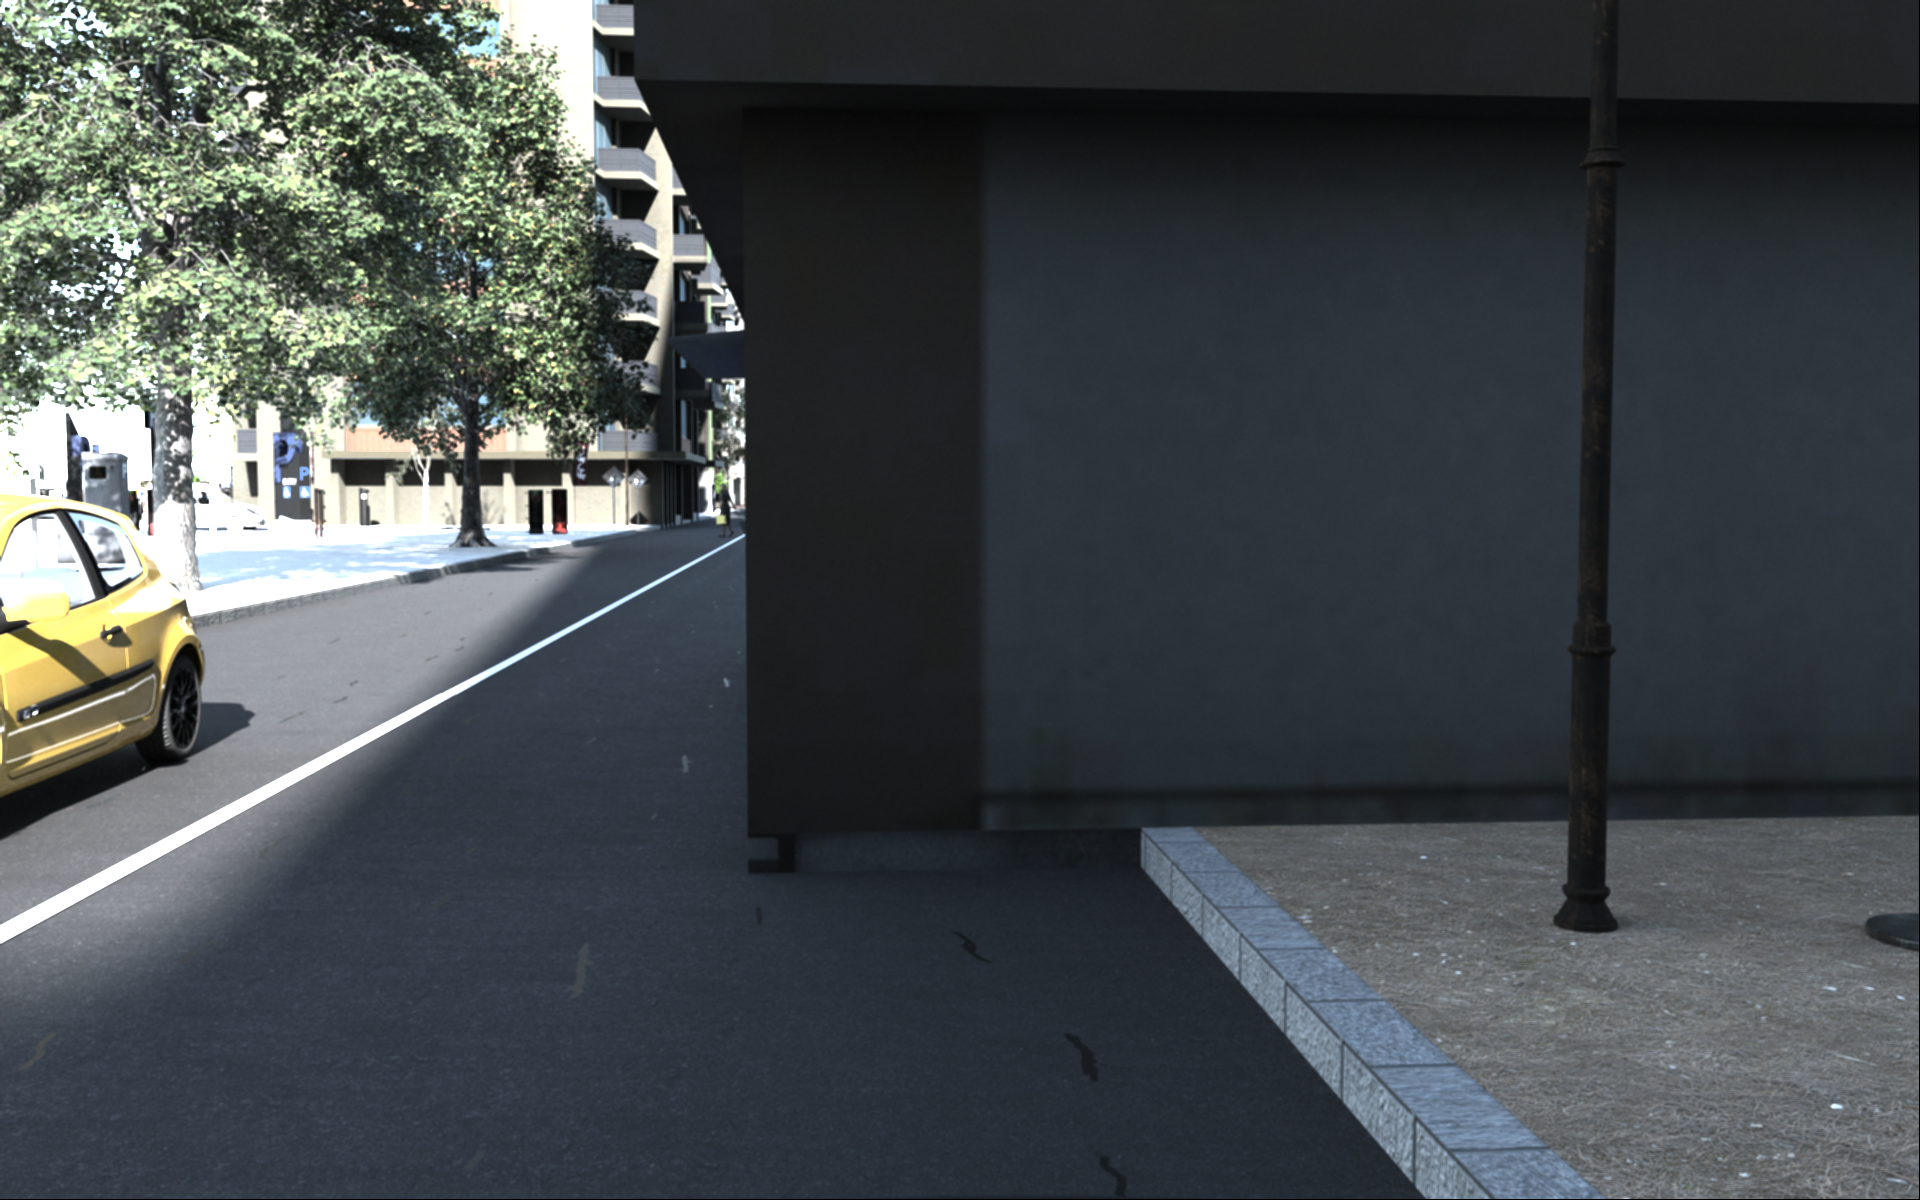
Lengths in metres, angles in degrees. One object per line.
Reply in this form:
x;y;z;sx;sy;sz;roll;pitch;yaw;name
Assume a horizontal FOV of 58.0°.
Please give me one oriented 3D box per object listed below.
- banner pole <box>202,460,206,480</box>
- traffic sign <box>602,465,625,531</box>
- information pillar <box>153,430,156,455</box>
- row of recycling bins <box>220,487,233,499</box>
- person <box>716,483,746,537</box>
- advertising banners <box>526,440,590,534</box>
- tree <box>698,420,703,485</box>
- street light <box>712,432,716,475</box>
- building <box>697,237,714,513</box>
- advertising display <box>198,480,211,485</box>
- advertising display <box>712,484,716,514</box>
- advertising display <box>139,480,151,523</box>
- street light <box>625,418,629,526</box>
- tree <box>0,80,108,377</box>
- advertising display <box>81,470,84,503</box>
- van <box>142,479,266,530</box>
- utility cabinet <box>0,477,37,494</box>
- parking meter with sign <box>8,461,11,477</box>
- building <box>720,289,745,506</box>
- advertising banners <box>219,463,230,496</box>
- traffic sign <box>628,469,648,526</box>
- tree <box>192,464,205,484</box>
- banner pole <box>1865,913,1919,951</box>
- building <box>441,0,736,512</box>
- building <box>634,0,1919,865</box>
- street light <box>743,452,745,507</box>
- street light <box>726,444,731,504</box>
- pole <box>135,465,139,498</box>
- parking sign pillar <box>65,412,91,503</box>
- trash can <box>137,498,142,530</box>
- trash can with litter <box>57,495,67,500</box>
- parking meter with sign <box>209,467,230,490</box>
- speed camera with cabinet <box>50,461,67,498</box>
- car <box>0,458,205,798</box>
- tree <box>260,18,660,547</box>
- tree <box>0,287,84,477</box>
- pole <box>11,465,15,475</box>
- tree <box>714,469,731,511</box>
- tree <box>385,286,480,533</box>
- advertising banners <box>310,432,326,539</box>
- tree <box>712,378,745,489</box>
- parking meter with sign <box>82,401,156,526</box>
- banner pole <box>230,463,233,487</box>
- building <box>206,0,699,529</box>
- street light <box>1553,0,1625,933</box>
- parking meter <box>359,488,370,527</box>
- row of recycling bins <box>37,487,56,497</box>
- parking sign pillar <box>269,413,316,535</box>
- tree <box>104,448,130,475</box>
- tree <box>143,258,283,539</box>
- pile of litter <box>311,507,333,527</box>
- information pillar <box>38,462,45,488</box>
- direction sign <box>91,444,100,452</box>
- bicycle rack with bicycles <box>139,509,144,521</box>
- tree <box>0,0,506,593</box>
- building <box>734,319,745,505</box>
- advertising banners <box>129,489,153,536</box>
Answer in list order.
-56.153;-8.487;128.783;0.401;3.779;0.863;0;4;-4;banner pole
-12.100;-3.481;60.554;0.795;2.450;0.064;0;4;-5;traffic sign
-19.773;-3.157;42.973;0.504;3.616;0.183;-3;4;-38;information pillar
-40.558;-5.512;97.226;1.069;1.692;3.534;0;4;2;row of recycling bins
-7.606;-3.039;58.409;1.509;1.804;0.699;-3;5;-39;person
-12.932;-3.644;55.775;2.074;3.025;0.090;-2;4;-24;advertising banners
-16.758;-9.207;100.891;4.737;8.622;4.395;0;3;0;tree
-17.661;-9.245;123.938;0.468;5.910;1.993;0;4;-5;street light
-23.883;-20.955;114.316;14.160;30.474;14.107;0;4;-5;building
-35.628;-4.684;81.793;0.974;1.923;0.123;2;4;31;advertising display
-16.275;-6.681;114.451;0.123;1.923;0.974;0;4;0;advertising display
-36.168;-4.422;77.518;0.974;1.923;0.123;-1;4;-23;advertising display
-13.254;-5.873;68.809;0.468;5.910;1.993;0;4;-5;street light
-23.534;-6.961;39.570;9.928;11.665;9.643;0;3;0;tree
-22.189;-2.417;44.738;0.974;1.923;0.123;0;4;8;advertising display
-27.807;-3.474;63.813;4.112;2.044;2.013;0;4;-5;van
-12.311;-0.805;21.842;1.173;1.500;0.318;-1;4;-12;utility cabinet
-50.292;-5.733;89.990;1.738;3.016;0.543;-1;4;-22;parking meter with sign
-34.650;-34.616;185.578;23.786;49.044;30.456;0;4;-5;building
-34.803;-5.240;81.865;0.090;3.025;2.074;-1;4;-10;advertising banners
-12.737;-3.968;68.514;0.795;2.450;0.064;0;4;-5;traffic sign
-41.762;-6.083;94.062;1.663;3.219;1.824;0;3;0;tree
2.922;-0.922;5.086;0.401;3.779;0.863;1;4;23;banner pole
-31.839;-30.679;156.232;22.147;44.769;28.867;0;4;-5;building
5.195;-22.155;12.340;14.600;45.320;14.200;0;4;-5;building
-21.458;-12.216;172.520;0.468;5.910;1.993;0;4;-5;street light
-19.368;-10.530;144.958;0.468;5.910;1.993;0;4;-5;street light
-57.113;-7.730;120.228;0.158;3.312;0.155;0;3;0;pole
-29.324;-4.232;57.666;1.447;3.967;1.447;-1;4;-11;parking sign pillar
-27.939;-2.852;58.282;0.748;1.137;0.748;0;3;0;trash can
-48.552;-5.108;94.578;2.233;1.210;1.678;-3;4;-37;trash can with litter
-48.296;-7.176;113.582;1.738;3.016;0.543;1;4;14;parking meter with sign
-53.713;-6.663;103.270;0.660;3.252;2.038;-1;4;-15;speed camera with cabinet
-4.871;0.144;7.873;2.015;1.641;3.980;0;4;-6;car
-11.798;-7.637;41.875;9.611;12.733;9.660;0;3;0;tree
-27.374;-6.047;49.238;4.737;8.622;4.395;0;3;0;tree
-64.186;-7.561;117.465;0.158;3.312;0.155;0;3;0;pole
-18.346;-8.463;132.978;1.663;3.219;1.824;0;3;0;tree
-17.697;-6.551;57.471;4.360;8.622;3.978;0;3;0;tree
-18.285;-3.246;49.263;0.090;3.025;2.074;-1;4;-10;advertising banners
-19.030;-12.568;139.904;8.767;10.594;7.601;0;4;2;tree
-15.715;-2.178;31.870;1.738;3.016;0.543;0;4;-7;parking meter with sign
-44.121;-7.072;105.641;0.863;3.779;0.401;-3;5;-40;banner pole
-22.895;-26.153;82.228;22.147;44.769;28.867;0;4;-5;building
1.859;-1.968;4.969;0.468;5.910;1.993;0;4;-5;street light
-23.542;-3.674;68.486;0.372;1.533;0.369;0;3;0;parking meter
-56.611;-6.129;107.323;1.069;1.692;3.534;0;4;1;row of recycling bins
-21.023;-4.039;54.503;1.447;3.967;1.447;2;4;35;parking sign pillar
-36.118;-4.803;73.122;1.663;3.219;1.824;0;3;0;tree
-21.673;-6.096;50.026;4.737;8.622;4.395;0;3;0;tree
-25.213;-3.273;67.475;1.719;0.858;1.176;-3;5;-42;pile of litter
-67.500;-8.317;127.335;0.504;3.616;0.183;1;4;9;information pillar
-39.289;-5.276;78.266;0.876;3.537;0.379;-1;4;-10;direction sign
-38.114;-4.237;82.665;2.852;0.926;2.925;0;4;-6;bicycle rack with bicycles
-10.411;-7.083;22.463;9.857;13.997;8.962;0;3;0;tree
-34.117;-33.602;232.981;14.154;41.232;14.086;0;4;-5;building
-24.600;-3.466;52.861;2.074;3.025;0.090;-1;4;-11;advertising banners
